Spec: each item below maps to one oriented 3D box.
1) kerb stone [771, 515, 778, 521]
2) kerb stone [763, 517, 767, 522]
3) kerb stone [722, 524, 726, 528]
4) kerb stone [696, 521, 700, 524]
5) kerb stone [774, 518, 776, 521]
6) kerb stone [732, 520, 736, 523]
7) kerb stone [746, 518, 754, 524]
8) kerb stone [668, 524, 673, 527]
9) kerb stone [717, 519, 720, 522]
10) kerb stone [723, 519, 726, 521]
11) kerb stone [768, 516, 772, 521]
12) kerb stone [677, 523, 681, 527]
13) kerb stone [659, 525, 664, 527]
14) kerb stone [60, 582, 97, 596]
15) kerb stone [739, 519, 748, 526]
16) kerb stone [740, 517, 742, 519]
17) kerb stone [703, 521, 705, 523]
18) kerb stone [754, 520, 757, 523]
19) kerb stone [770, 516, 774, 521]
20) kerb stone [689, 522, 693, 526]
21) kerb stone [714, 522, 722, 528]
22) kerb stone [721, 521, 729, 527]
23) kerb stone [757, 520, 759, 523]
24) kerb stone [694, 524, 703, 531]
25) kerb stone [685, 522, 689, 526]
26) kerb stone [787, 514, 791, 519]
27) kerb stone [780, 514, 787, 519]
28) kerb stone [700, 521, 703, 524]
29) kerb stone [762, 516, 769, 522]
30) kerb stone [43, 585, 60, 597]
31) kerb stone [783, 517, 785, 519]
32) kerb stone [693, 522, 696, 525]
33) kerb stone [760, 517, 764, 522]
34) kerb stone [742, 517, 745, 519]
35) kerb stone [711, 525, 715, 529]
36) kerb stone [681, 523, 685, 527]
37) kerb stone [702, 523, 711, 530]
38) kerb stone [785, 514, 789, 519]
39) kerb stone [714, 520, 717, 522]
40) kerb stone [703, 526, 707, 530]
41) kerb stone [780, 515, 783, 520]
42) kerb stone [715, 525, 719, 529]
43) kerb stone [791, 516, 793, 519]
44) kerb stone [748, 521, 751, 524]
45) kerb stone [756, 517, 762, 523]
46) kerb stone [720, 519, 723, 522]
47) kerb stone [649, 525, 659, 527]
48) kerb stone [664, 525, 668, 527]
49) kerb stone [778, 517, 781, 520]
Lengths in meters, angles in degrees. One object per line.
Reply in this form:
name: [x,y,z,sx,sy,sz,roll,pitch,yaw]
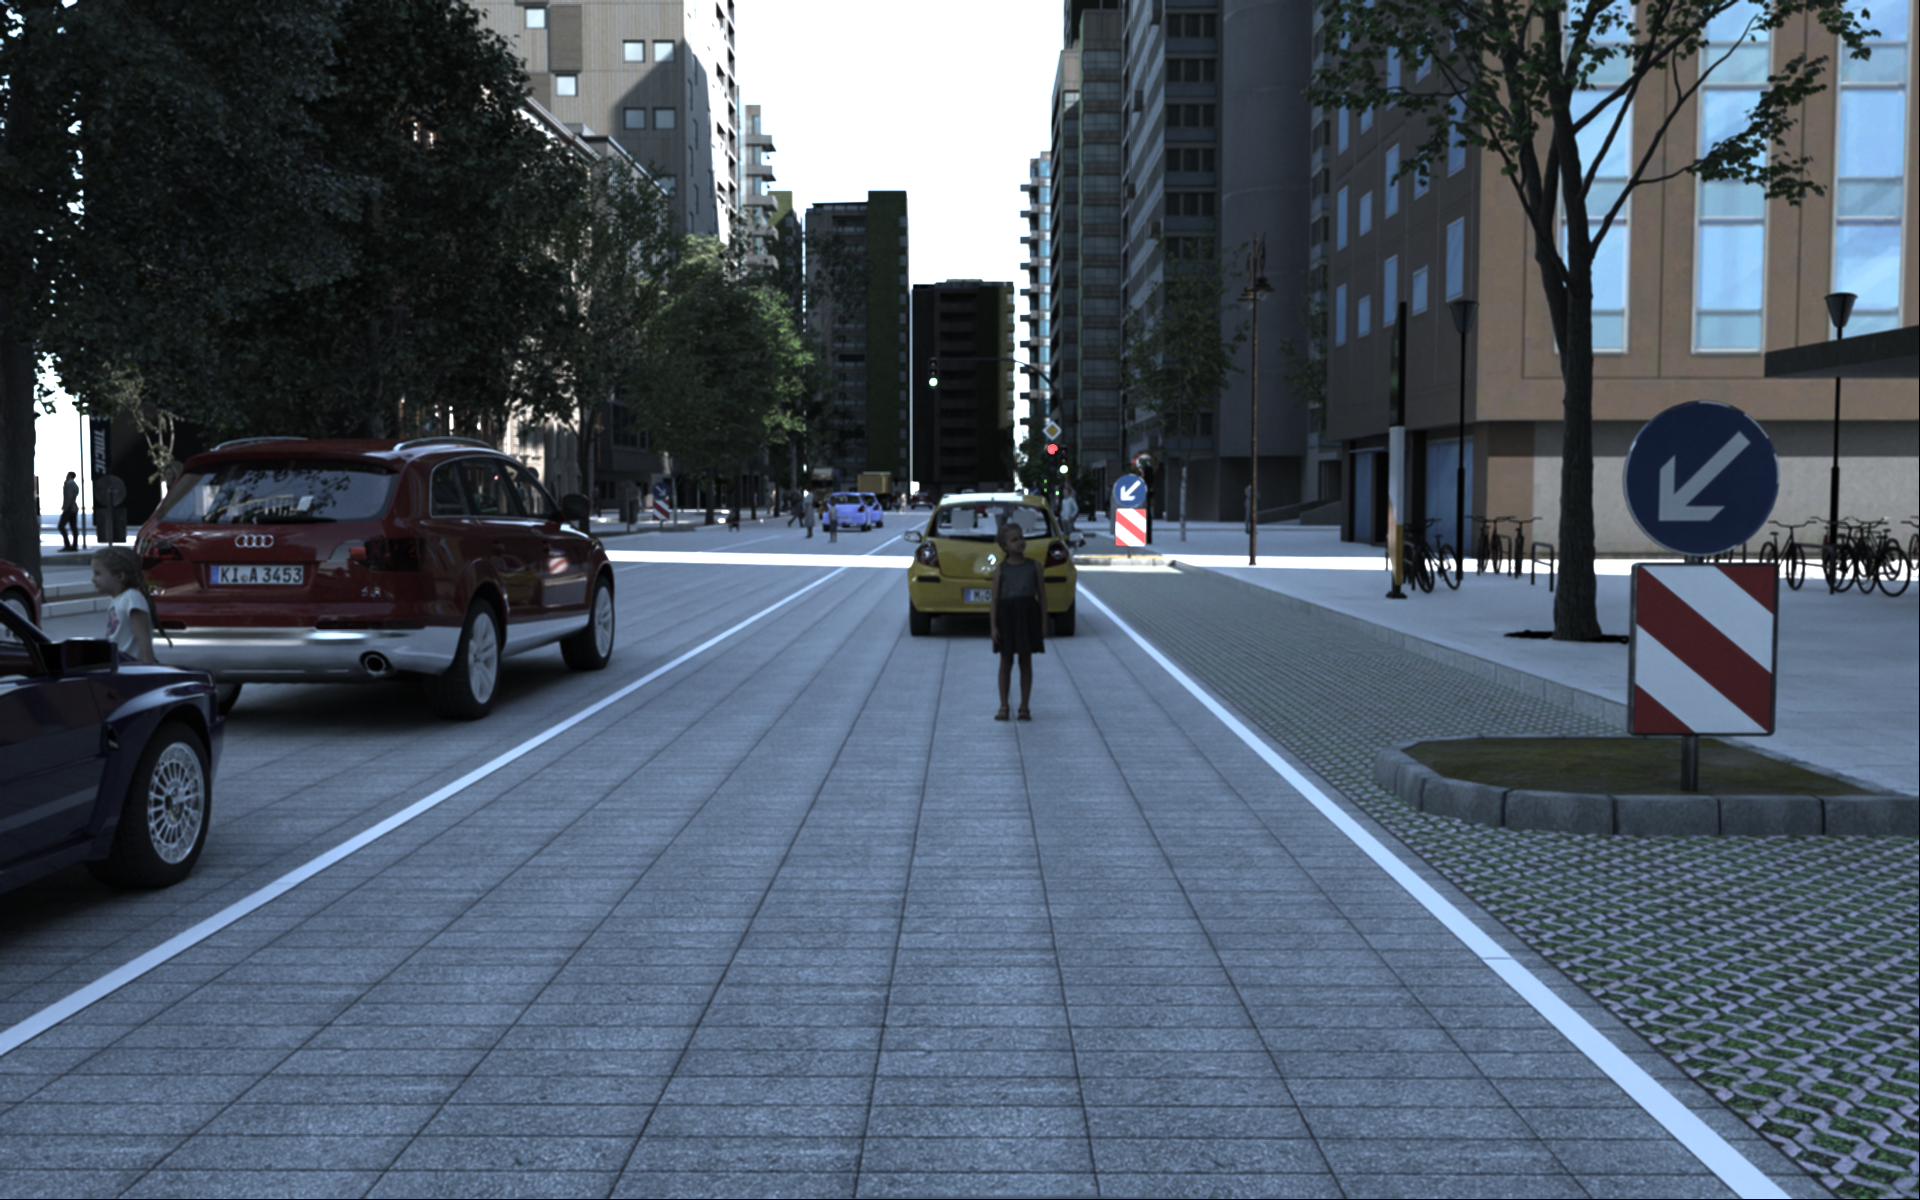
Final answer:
kerb stone: [-9.999,-4.322,92.903,0.120,0.150,1.000,0,4,0]
kerb stone: [-10.043,-4.008,87.760,0.120,0.150,1.000,0,4,0]
kerb stone: [-10.166,-3.123,73.410,0.120,0.150,1.000,0,4,0]
kerb stone: [-12.218,-3.512,79.609,0.120,0.150,1.000,0,4,0]
kerb stone: [-10.010,-4.262,91.872,0.120,0.150,1.000,0,4,0]
kerb stone: [-10.133,-3.320,76.477,0.120,0.150,1.000,0,4,0]
kerb stone: [-10.080,-3.697,82.643,0.120,0.150,1.000,0,4,0]
kerb stone: [-12.270,-3.072,72.418,0.120,0.150,1.000,0,4,0]
kerb stone: [-12.161,-3.888,85.768,0.120,0.150,1.000,0,4,0]
kerb stone: [-12.140,-4.014,87.823,0.120,0.150,1.000,0,4,0]
kerb stone: [-10.016,-4.136,89.815,0.120,0.150,1.000,0,4,0]
kerb stone: [-12.244,-3.196,74.487,0.120,0.150,1.000,0,4,0]
kerb stone: [-12.291,-2.943,70.361,0.120,0.150,1.000,0,4,0]
kerb stone: [-12.669,-0.155,24.732,0.120,0.150,1.000,0,4,0]
kerb stone: [-10.100,-3.571,80.584,0.120,0.150,1.000,0,4,0]
kerb stone: [-12.089,-4.391,93.996,0.120,0.150,1.000,0,4,0]
kerb stone: [-12.195,-3.637,81.662,0.120,0.150,1.000,0,4,0]
kerb stone: [-10.072,-3.760,83.666,0.120,0.150,1.000,0,4,0]
kerb stone: [-10.015,-4.194,90.838,0.120,0.150,1.000,0,4,0]
kerb stone: [-12.229,-3.380,77.560,0.120,0.150,1.000,0,4,0]
kerb stone: [-10.170,-3.070,72.384,0.120,0.150,1.000,0,4,0]
kerb stone: [-10.148,-3.193,74.432,0.120,0.150,1.000,0,4,0]
kerb stone: [-10.077,-3.822,84.688,0.120,0.150,1.000,0,4,0]
kerb stone: [-10.208,-2.757,67.265,0.120,0.150,1.000,0,4,0]
kerb stone: [-12.232,-3.324,76.536,0.120,0.150,1.000,0,4,0]
kerb stone: [-9.944,-4.701,99.054,0.120,0.150,1.000,0,4,0]
kerb stone: [-9.968,-4.572,96.999,0.120,0.150,1.000,0,4,0]
kerb stone: [-12.198,-3.574,80.631,0.120,0.150,1.000,0,4,0]
kerb stone: [-10.024,-4.073,88.782,0.120,0.150,1.000,0,4,0]
kerb stone: [-12.680,-0.092,23.695,0.120,0.150,1.000,0,4,0]
kerb stone: [-9.963,-4.513,95.976,0.120,0.150,1.000,0,4,0]
kerb stone: [-12.215,-3.449,78.586,0.120,0.150,1.000,0,4,0]
kerb stone: [-10.048,-3.948,86.738,0.120,0.150,1.000,0,4,0]
kerb stone: [-12.074,-4.454,95.026,0.120,0.150,1.000,0,4,0]
kerb stone: [-10.187,-2.945,70.340,0.120,0.150,1.000,0,4,0]
kerb stone: [-12.245,-3.261,75.512,0.120,0.150,1.000,0,4,0]
kerb stone: [-10.197,-2.880,69.318,0.120,0.150,1.000,0,4,0]
kerb stone: [-9.947,-4.633,98.022,0.120,0.150,1.000,0,4,0]
kerb stone: [-12.168,-3.824,84.746,0.120,0.150,1.000,0,4,0]
kerb stone: [-10.199,-2.817,68.289,0.120,0.150,1.000,0,4,0]
kerb stone: [-9.977,-4.450,94.954,0.120,0.150,1.000,0,4,0]
kerb stone: [-10.181,-3.005,71.362,0.120,0.150,1.000,0,4,0]
kerb stone: [-9.931,-4.758,100.076,0.120,0.150,1.000,0,4,0]
kerb stone: [-10.096,-3.634,81.618,0.120,0.150,1.000,0,4,0]
kerb stone: [-10.058,-3.879,85.711,0.120,0.150,1.000,0,4,0]
kerb stone: [-12.150,-3.951,86.791,0.120,0.150,1.000,0,4,0]
kerb stone: [-12.291,-2.883,69.339,0.120,0.150,1.000,0,4,0]
kerb stone: [-12.279,-3.009,71.387,0.120,0.150,1.000,0,4,0]
kerb stone: [-9.988,-4.388,93.932,0.120,0.150,1.000,0,4,0]
